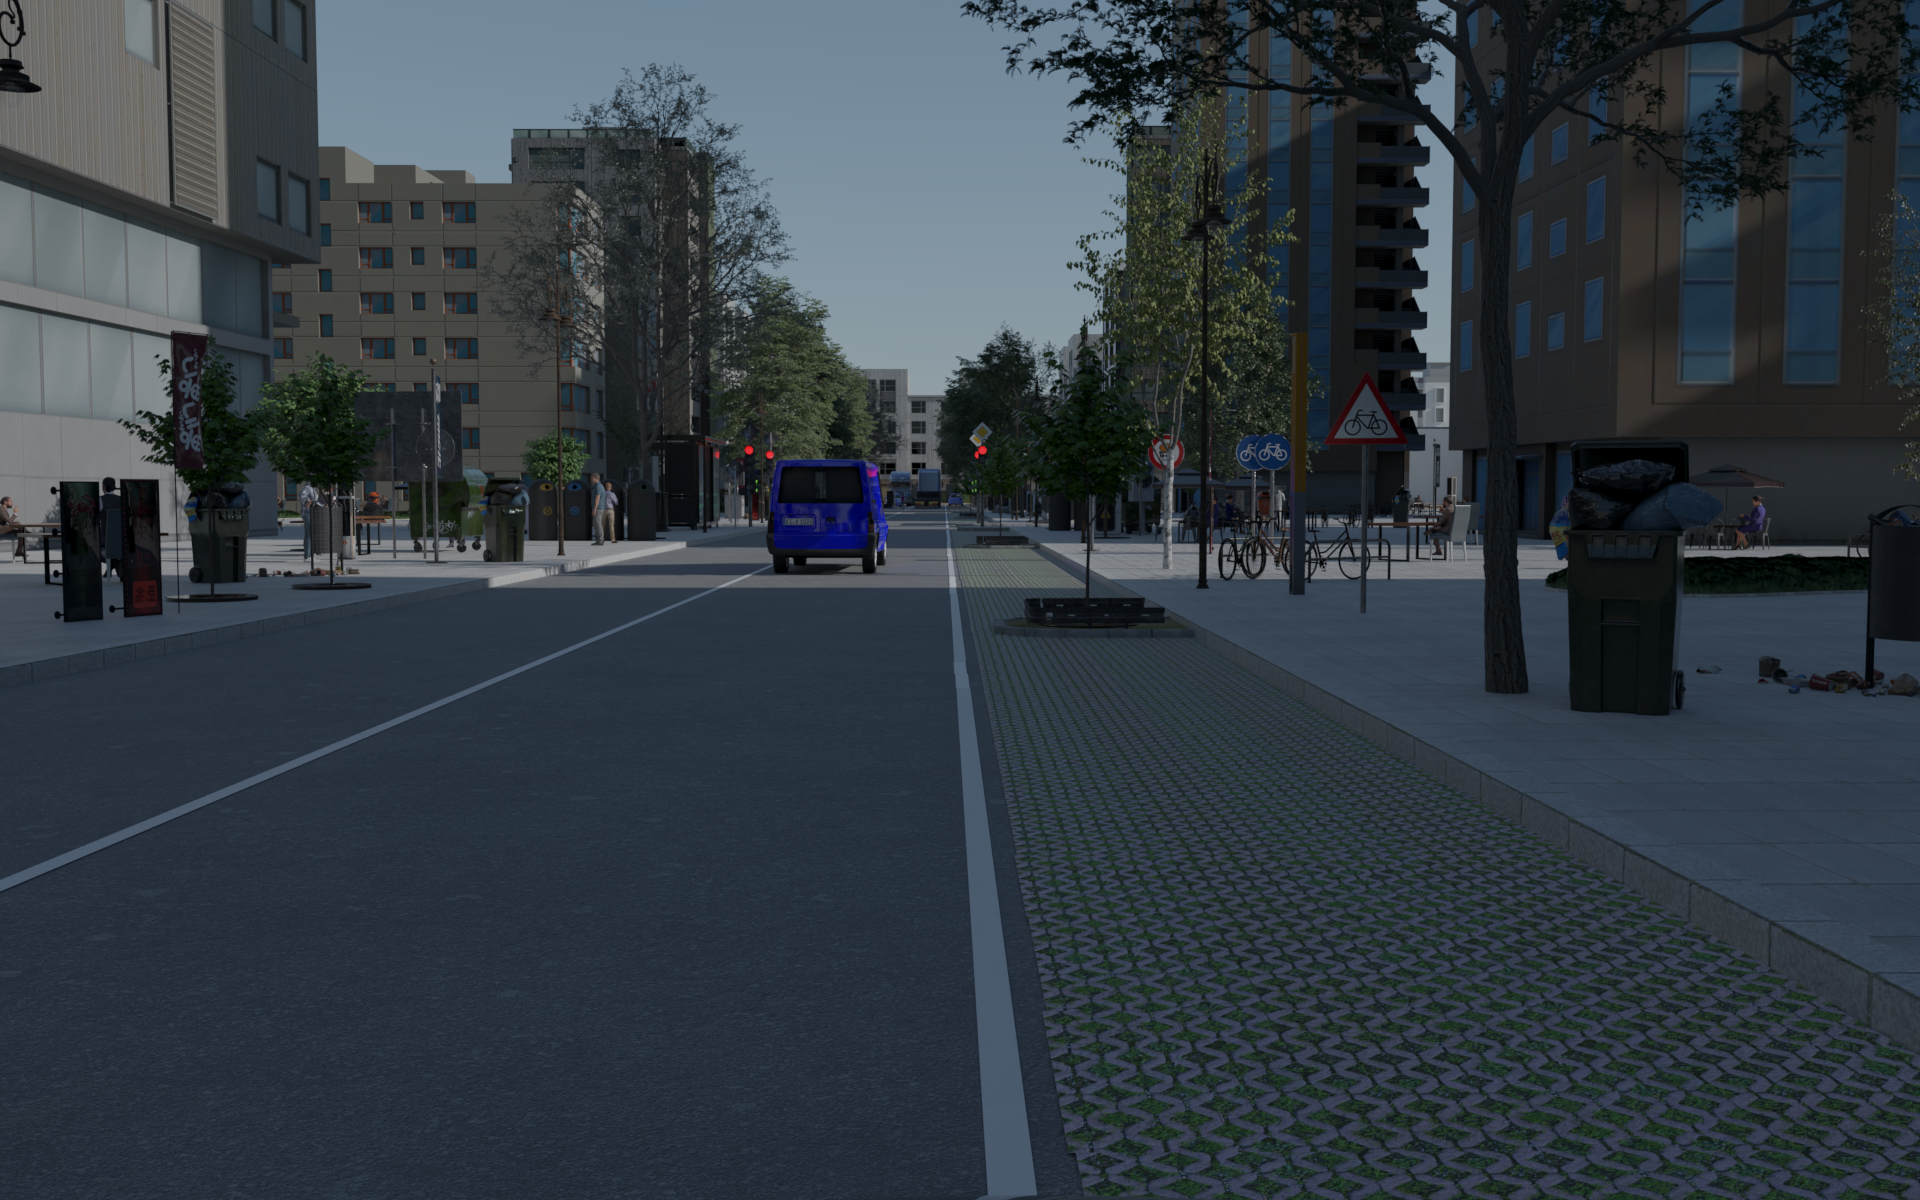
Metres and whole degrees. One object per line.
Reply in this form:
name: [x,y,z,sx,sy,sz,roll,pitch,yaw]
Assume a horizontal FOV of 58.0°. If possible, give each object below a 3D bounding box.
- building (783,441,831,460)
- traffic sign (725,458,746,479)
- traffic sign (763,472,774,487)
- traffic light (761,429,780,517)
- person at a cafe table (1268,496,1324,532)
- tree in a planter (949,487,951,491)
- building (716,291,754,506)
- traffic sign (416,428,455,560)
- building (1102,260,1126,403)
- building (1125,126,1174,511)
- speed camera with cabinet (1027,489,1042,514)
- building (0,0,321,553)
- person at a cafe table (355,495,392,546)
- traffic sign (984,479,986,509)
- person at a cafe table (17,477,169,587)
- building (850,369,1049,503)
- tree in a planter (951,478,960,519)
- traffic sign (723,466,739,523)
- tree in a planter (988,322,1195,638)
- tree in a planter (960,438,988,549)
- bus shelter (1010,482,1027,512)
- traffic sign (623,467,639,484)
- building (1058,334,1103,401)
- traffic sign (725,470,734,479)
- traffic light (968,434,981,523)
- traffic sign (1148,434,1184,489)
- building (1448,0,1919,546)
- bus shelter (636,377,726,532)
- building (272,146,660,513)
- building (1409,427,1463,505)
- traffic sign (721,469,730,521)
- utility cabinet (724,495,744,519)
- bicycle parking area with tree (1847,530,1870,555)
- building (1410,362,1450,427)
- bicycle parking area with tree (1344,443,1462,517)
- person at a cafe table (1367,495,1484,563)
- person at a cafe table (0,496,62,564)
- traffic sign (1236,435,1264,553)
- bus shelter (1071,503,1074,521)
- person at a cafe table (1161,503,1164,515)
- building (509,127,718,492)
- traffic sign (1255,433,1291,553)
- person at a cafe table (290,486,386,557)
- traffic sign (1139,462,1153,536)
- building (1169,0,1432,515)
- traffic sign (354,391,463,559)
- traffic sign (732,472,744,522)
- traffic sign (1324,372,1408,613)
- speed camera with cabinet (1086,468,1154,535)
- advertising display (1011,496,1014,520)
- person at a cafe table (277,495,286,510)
building: [-29.889,-18.840,250.173,28.070,9.664,9.099,0,4,-1]
traffic sign: [-8.265,-3.909,63.641,0.795,2.593,0.064,0,4,2]
traffic sign: [-10.646,-5.898,96.545,0.768,2.556,0.104,0,4,5]
traffic light: [-8.219,-5.286,75.346,0.839,4.253,0.868,0,4,-1]
person at a cafe table: [11.362,-2.943,58.987,1.698,1.238,1.726,0,4,1]
tree in a planter: [-0.353,-12.776,206.116,1.991,3.239,1.994,0,4,-1]
building: [-29.086,-18.351,166.497,16.747,18.905,31.486,0,4,-1]
traffic sign: [-10.117,-2.036,33.393,0.768,2.556,0.104,0,4,4]
building: [27.493,-19.813,167.923,27.936,21.610,32.646,0,4,-1]
building: [20.097,-22.466,139.013,14.160,30.474,14.107,0,4,-1]
speed camera with cabinet: [4.840,-6.853,106.387,0.660,3.252,2.038,-2,4,-28]
building: [-33.291,-27.627,40.945,27.495,52.752,28.713,0,4,-1]
person at a cafe table: [-15.426,-1.977,43.189,1.726,1.238,1.698,1,4,11]
traffic sign: [2.158,-9.036,147.843,0.768,2.556,0.104,0,4,5]
person at a cafe table: [-12.155,-0.980,24.538,1.622,1.524,1.698,3,5,43]
building: [-0.139,-23.645,253.054,31.486,18.905,16.747,0,4,-1]
tree in a planter: [0.607,-6.294,100.125,1.991,3.239,1.994,0,4,-1]
traffic sign: [-9.995,-4.620,75.635,0.768,2.556,0.104,0,4,5]
tree in a planter: [1.341,-1.273,18.034,1.991,3.239,1.994,0,4,-1]
tree in a planter: [1.082,-2.979,45.934,1.991,3.239,1.994,0,4,-1]
bus shelter: [4.502,-9.303,129.739,2.179,5.291,8.768,0,4,0]
traffic sign: [-12.308,-3.832,64.790,0.606,2.300,0.079,0,4,3]
building: [20.820,-20.397,199.954,16.747,18.905,31.486,0,4,-1]
traffic sign: [-8.637,-4.073,66.319,0.795,2.593,0.064,0,4,4]
traffic light: [0.782,-5.292,75.442,0.839,4.253,0.868,0,4,-1]
traffic sign: [4.384,-2.251,36.913,0.768,2.556,0.104,0,4,2]
building: [22.958,-24.364,48.467,14.600,45.320,14.200,0,4,-1]
bus shelter: [-10.077,-5.182,62.350,2.179,5.291,8.768,0,4,-1]
building: [-35.452,-16.261,110.910,27.650,21.520,28.899,0,4,-1]
building: [50.030,-16.491,211.777,28.070,9.664,9.099,0,4,-1]
traffic sign: [-10.892,-4.990,81.689,0.768,2.556,0.104,0,4,0]
utility cabinet: [-11.789,-4.856,90.550,1.020,1.237,0.306,1,4,22]
bicycle parking area with tree: [20.245,-2.604,29.578,8.231,4.147,9.016,-1,4,-10]
building: [64.847,-24.346,254.475,11.380,20.091,16.016,0,4,-1]
bicycle parking area with tree: [25.852,-6.715,96.799,8.231,4.147,9.016,-3,5,-42]
person at a cafe table: [8.948,-1.363,33.146,1.698,1.238,1.726,-2,4,-32]
person at a cafe table: [-17.263,-1.311,32.298,1.726,1.238,1.698,-1,4,-9]
traffic sign: [6.298,-2.267,37.167,0.768,2.556,0.104,0,4,3]
bus shelter: [5.075,-6.390,82.109,2.179,5.291,8.768,0,4,0]
person at a cafe table: [12.129,-5.942,108.020,1.726,1.238,1.698,-1,4,-10]
building: [-27.593,-22.535,140.156,14.160,30.474,14.107,0,4,-1]
traffic sign: [6.561,-2.221,36.412,0.768,2.556,0.104,0,4,0]
person at a cafe table: [-13.030,-1.684,36.057,1.698,1.524,1.622,0,4,-4]
traffic sign: [5.474,-3.204,52.484,0.768,2.556,0.104,0,4,2]
building: [21.493,-28.278,112.461,14.600,45.320,14.200,0,4,-1]
traffic sign: [-10.919,-2.471,34.279,2.265,3.308,0.079,1,4,9]
traffic sign: [-10.134,-4.695,78.894,0.606,2.300,0.079,0,4,7]
traffic sign: [4.347,-1.138,18.606,0.884,2.594,0.081,0,4,7]
speed camera with cabinet: [5.011,-3.659,54.157,2.038,3.252,0.660,-1,4,-13]
advertising display: [2.632,-5.001,86.977,0.123,1.923,0.974,0,4,2]
person at a cafe table: [-38.055,-5.171,95.409,1.726,1.238,1.698,-1,4,-13]
